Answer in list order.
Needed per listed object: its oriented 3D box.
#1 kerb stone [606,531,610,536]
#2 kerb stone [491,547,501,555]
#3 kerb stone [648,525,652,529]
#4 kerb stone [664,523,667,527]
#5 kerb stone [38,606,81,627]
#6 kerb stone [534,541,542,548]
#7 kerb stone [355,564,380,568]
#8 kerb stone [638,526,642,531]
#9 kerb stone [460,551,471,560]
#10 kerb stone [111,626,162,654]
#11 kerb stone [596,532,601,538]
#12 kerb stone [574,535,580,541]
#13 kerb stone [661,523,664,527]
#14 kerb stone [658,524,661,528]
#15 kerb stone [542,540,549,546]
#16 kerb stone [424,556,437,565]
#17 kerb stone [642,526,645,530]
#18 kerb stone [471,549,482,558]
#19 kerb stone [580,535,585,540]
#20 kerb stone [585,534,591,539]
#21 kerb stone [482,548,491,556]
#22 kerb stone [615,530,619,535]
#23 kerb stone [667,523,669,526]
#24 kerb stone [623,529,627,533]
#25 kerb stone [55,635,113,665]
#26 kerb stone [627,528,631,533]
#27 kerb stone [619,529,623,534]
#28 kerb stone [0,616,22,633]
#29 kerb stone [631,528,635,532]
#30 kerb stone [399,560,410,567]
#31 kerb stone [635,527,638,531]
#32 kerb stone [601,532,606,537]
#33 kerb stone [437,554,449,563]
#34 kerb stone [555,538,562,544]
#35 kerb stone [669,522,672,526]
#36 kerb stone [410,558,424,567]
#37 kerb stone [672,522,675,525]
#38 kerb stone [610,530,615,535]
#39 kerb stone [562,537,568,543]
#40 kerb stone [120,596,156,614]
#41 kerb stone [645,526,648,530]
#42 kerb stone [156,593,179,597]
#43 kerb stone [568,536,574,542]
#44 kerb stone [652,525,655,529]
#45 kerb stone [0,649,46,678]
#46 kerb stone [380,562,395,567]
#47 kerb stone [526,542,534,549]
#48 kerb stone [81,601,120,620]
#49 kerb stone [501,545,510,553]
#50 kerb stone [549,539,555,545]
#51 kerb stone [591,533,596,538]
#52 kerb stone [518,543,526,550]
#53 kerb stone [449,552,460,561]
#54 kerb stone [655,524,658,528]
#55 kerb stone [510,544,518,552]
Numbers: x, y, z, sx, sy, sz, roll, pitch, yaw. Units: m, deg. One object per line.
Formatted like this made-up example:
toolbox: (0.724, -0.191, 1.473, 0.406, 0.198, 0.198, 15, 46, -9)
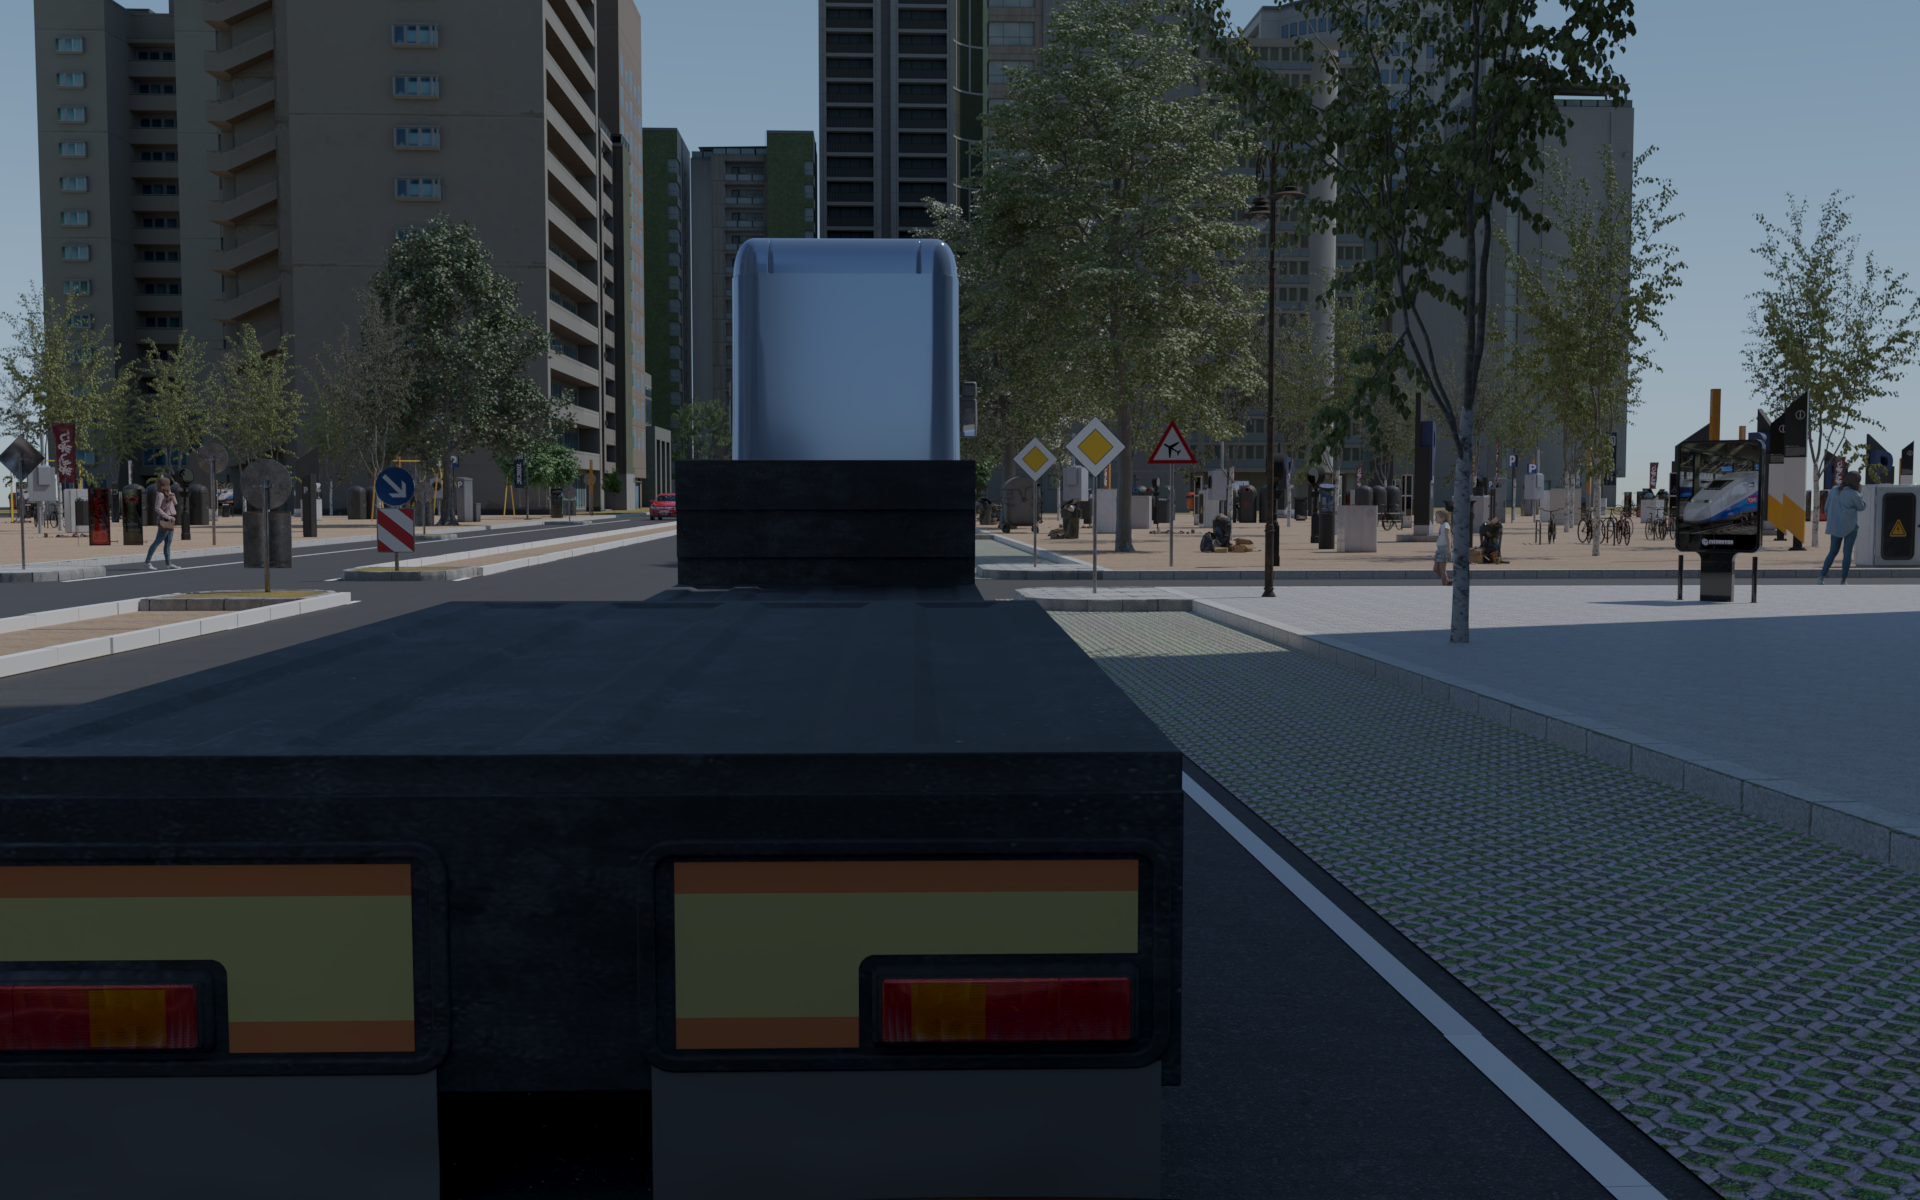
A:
kerb stone: (-12.024, -2.212, 58.407, 0.120, 0.150, 1.000, 0, 4, -3)
kerb stone: (-11.099, -1.148, 40.990, 0.120, 0.150, 1.000, 0, 4, -3)
kerb stone: (-12.614, -2.903, 69.655, 0.120, 0.150, 1.000, 0, 4, -3)
kerb stone: (-12.892, -3.216, 74.772, 0.120, 0.150, 1.000, 0, 4, -3)
kerb stone: (-9.929, 0.199, 18.939, 0.120, 0.150, 1.000, 0, 4, -3)
kerb stone: (-11.360, -1.463, 46.118, 0.120, 0.150, 1.000, 0, 4, -3)
kerb stone: (-10.554, -0.520, 30.758, 0.120, 0.150, 1.000, 0, 4, -3)
kerb stone: (-12.454, -2.711, 66.593, 0.120, 0.150, 1.000, 0, 4, -3)
kerb stone: (-10.934, -0.962, 37.924, 0.120, 0.150, 1.000, 0, 4, -3)
kerb stone: (-7.659, 0.380, 15.985, 0.120, 0.150, 1.000, 0, 4, -3)
kerb stone: (-11.920, -2.090, 56.361, 0.120, 0.150, 1.000, 0, 4, -3)
kerb stone: (-11.695, -1.839, 52.266, 0.120, 0.150, 1.000, 0, 4, -3)
kerb stone: (-12.841, -3.153, 73.751, 0.120, 0.150, 1.000, 0, 4, -3)
kerb stone: (-12.783, -3.085, 72.727, 0.120, 0.150, 1.000, 0, 4, -3)
kerb stone: (-11.419, -1.526, 47.138, 0.120, 0.150, 1.000, 0, 4, -3)
kerb stone: (-10.764, -0.774, 34.855, 0.120, 0.150, 1.000, 0, 4, -3)
kerb stone: (-12.513, -2.778, 67.613, 0.120, 0.150, 1.000, 0, 4, -3)
kerb stone: (-10.978, -1.022, 38.945, 0.120, 0.150, 1.000, 0, 4, -3)
kerb stone: (-11.749, -1.901, 53.291, 0.120, 0.150, 1.000, 0, 4, -3)
kerb stone: (-11.807, -1.965, 54.319, 0.120, 0.150, 1.000, 0, 4, -3)
kerb stone: (-11.043, -1.086, 39.966, 0.120, 0.150, 1.000, 0, 4, -3)
kerb stone: (-12.130, -2.340, 60.448, 0.120, 0.150, 1.000, 0, 4, -3)
kerb stone: (-12.945, -3.279, 75.800, 0.120, 0.150, 1.000, 0, 4, -3)
kerb stone: (-12.240, -2.465, 62.495, 0.120, 0.150, 1.000, 0, 4, -3)
kerb stone: (-7.618, 0.443, 14.956, 0.120, 0.150, 1.000, 0, 4, -3)
kerb stone: (-12.290, -2.527, 63.516, 0.120, 0.150, 1.000, 0, 4, -3)
kerb stone: (-12.186, -2.400, 61.471, 0.120, 0.150, 1.000, 0, 4, -3)
kerb stone: (-9.864, 0.269, 17.916, 0.120, 0.150, 1.000, 0, 4, -3)
kerb stone: (-12.342, -2.585, 64.537, 0.120, 0.150, 1.000, 0, 4, -3)
kerb stone: (-10.662, -0.649, 32.806, 0.120, 0.150, 1.000, 0, 4, -3)
kerb stone: (-12.400, -2.653, 65.566, 0.120, 0.150, 1.000, 0, 4, -3)
kerb stone: (-11.964, -2.152, 57.382, 0.120, 0.150, 1.000, 0, 4, -3)
kerb stone: (-10.823, -0.830, 35.876, 0.120, 0.150, 1.000, 0, 4, -3)
kerb stone: (-11.534, -1.651, 49.191, 0.120, 0.150, 1.000, 0, 4, -3)
kerb stone: (-13.006, -3.334, 76.825, 0.120, 0.150, 1.000, 0, 4, -3)
kerb stone: (-10.715, -0.711, 33.827, 0.120, 0.150, 1.000, 0, 4, -3)
kerb stone: (-13.054, -3.404, 77.846, 0.120, 0.150, 1.000, 0, 4, -3)
kerb stone: (-12.074, -2.277, 59.427, 0.120, 0.150, 1.000, 0, 4, -3)
kerb stone: (-11.590, -1.714, 50.211, 0.120, 0.150, 1.000, 0, 4, -3)
kerb stone: (-10.037, 0.074, 20.981, 0.120, 0.150, 1.000, 0, 4, -3)
kerb stone: (-12.572, -2.839, 68.634, 0.120, 0.150, 1.000, 0, 4, -3)
kerb stone: (-10.081, 0.016, 22.006, 0.120, 0.150, 1.000, 0, 4, -3)
kerb stone: (-11.646, -1.773, 51.245, 0.120, 0.150, 1.000, 0, 4, -3)
kerb stone: (-12.676, -2.963, 70.677, 0.120, 0.150, 1.000, 0, 4, -3)
kerb stone: (-7.554, 0.508, 13.936, 0.120, 0.150, 1.000, 0, 4, -3)
kerb stone: (-10.603, -0.586, 31.781, 0.120, 0.150, 1.000, 0, 4, -3)
kerb stone: (-11.313, -1.400, 45.092, 0.120, 0.150, 1.000, 0, 4, -3)
kerb stone: (-9.989, 0.137, 19.959, 0.120, 0.150, 1.000, 0, 4, -3)
kerb stone: (-11.150, -1.212, 42.014, 0.120, 0.150, 1.000, 0, 4, -3)
kerb stone: (-11.472, -1.588, 48.167, 0.120, 0.150, 1.000, 0, 4, -3)
kerb stone: (-11.861, -2.027, 55.341, 0.120, 0.150, 1.000, 0, 4, -3)
kerb stone: (-11.268, -1.333, 44.071, 0.120, 0.150, 1.000, 0, 4, -3)
kerb stone: (-10.877, -0.899, 36.896, 0.120, 0.150, 1.000, 0, 4, -3)
kerb stone: (-12.734, -3.021, 71.698, 0.120, 0.150, 1.000, 0, 4, -3)
kerb stone: (-11.201, -1.275, 43.048, 0.120, 0.150, 1.000, 0, 4, -3)
